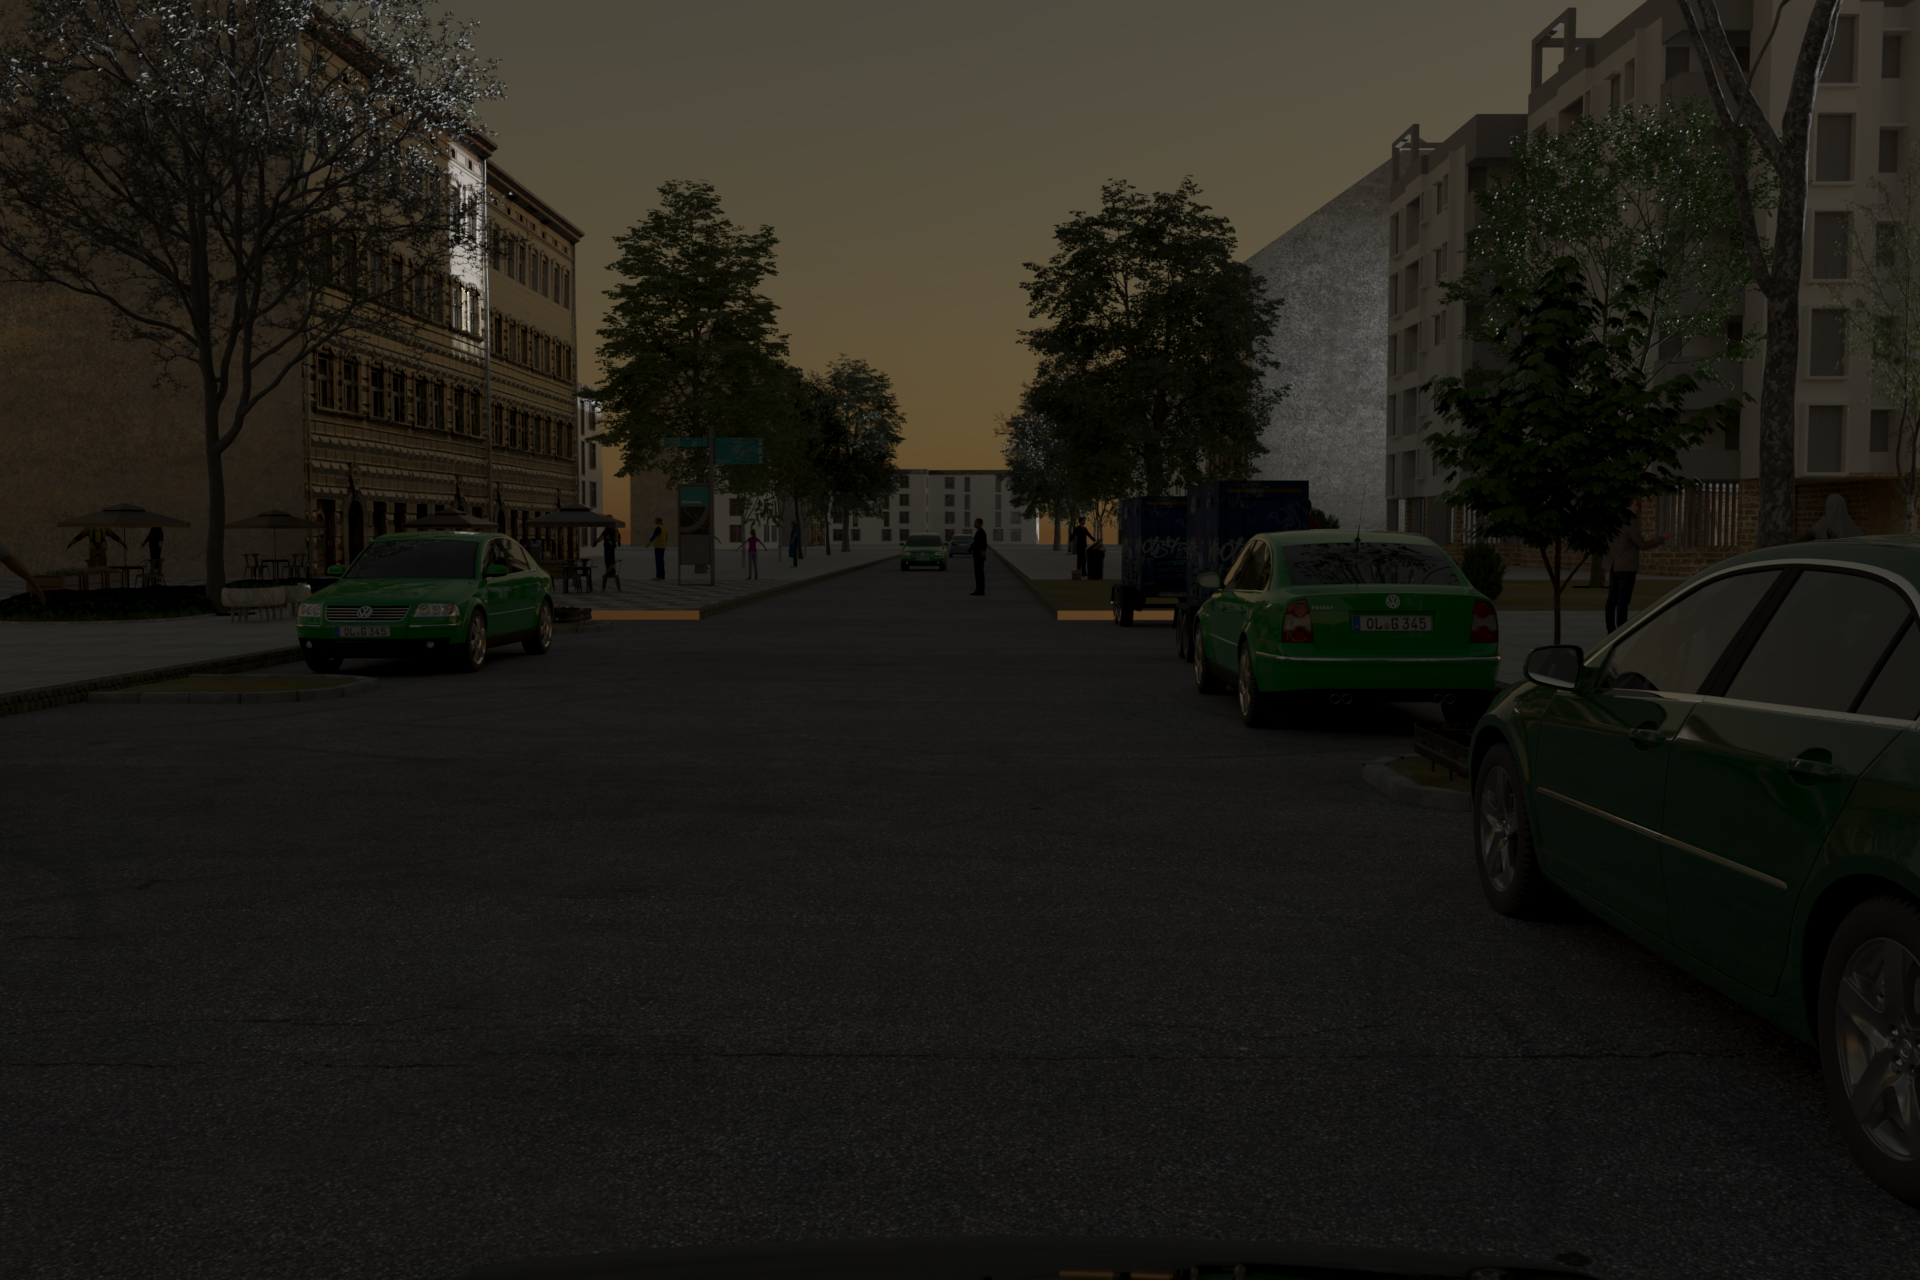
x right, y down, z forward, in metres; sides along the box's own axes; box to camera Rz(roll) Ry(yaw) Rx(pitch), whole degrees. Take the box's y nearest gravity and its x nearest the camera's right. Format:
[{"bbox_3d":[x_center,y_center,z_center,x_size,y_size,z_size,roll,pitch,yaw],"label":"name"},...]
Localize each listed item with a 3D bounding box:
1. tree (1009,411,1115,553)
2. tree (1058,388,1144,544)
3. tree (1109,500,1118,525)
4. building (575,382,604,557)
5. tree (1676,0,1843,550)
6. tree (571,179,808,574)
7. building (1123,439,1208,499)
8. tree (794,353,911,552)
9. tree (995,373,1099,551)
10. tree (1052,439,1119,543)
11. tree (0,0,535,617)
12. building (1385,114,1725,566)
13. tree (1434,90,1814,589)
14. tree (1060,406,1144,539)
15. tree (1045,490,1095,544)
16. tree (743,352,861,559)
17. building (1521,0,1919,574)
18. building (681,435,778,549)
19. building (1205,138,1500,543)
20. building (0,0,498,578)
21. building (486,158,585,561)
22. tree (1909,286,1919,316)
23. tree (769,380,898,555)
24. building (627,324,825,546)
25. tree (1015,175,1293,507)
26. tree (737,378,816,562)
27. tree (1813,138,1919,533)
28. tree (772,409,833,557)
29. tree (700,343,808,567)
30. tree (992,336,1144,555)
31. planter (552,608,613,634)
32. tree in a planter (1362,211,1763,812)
[{"bbox_3d":[7.583,-11.331,119.670,8.767,10.594,7.601,0,4,2],"label":"tree"},{"bbox_3d":[6.625,-7.982,80.862,4.737,8.622,4.395,0,3,0],"label":"tree"},{"bbox_3d":[22.966,-18.754,224.747,7.486,12.596,7.792,0,3,0],"label":"tree"},{"bbox_3d":[-25.514,-9.803,102.426,9.099,9.664,28.070,0,4,1],"label":"building"},{"bbox_3d":[9.416,-10.091,20.871,12.611,20.169,13.585,0,3,0],"label":"tree"},{"bbox_3d":[-8.776,-8.459,56.429,7.486,12.596,7.792,0,3,0],"label":"tree"},{"bbox_3d":[21.275,-13.751,166.983,9.099,9.664,28.070,0,4,0],"label":"building"},{"bbox_3d":[-8.144,-13.271,123.638,9.857,13.997,8.962,0,3,0],"label":"tree"},{"bbox_3d":[7.321,-13.765,131.711,9.857,13.997,8.962,0,3,0],"label":"tree"},{"bbox_3d":[7.300,-8.874,95.454,4.737,8.622,4.395,0,3,0],"label":"tree"},{"bbox_3d":[-11.581,-7.129,26.924,12.009,13.543,11.850,0,3,0],"label":"tree"},{"bbox_3d":[25.509,-13.754,81.299,16.016,20.090,11.380,0,4,1],"label":"building"},{"bbox_3d":[15.321,-7.036,40.787,9.928,11.665,9.643,0,3,0],"label":"tree"},{"bbox_3d":[6.761,-8.387,87.492,4.360,8.622,3.978,0,3,0],"label":"tree"},{"bbox_3d":[14.695,-18.885,226.893,7.486,12.596,7.792,0,3,0],"label":"tree"},{"bbox_3d":[-8.462,-9.398,88.067,7.601,10.594,8.767,0,4,6],"label":"tree"},{"bbox_3d":[26.403,-12.687,63.856,16.016,20.090,11.380,0,4,0],"label":"building"},{"bbox_3d":[-21.201,-13.317,159.873,9.099,9.664,28.070,0,3,0],"label":"building"},{"bbox_3d":[25.553,-16.804,105.667,19.493,23.208,18.063,0,4,0],"label":"building"},{"bbox_3d":[-27.923,-13.939,58.834,19.493,23.208,18.063,0,4,1],"label":"building"},{"bbox_3d":[-28.662,-15.130,78.308,19.493,23.208,18.063,0,4,0],"label":"building"},{"bbox_3d":[28.693,-8.065,42.225,12.009,13.543,11.850,0,3,0],"label":"tree"},{"bbox_3d":[-7.962,-10.390,104.293,8.767,10.594,7.601,-1,4,-12],"label":"tree"},{"bbox_3d":[-24.817,-21.855,188.263,19.493,23.208,18.063,0,4,1],"label":"building"},{"bbox_3d":[6.744,-9.423,60.724,9.857,13.997,8.962,0,3,0],"label":"tree"},{"bbox_3d":[-8.546,-7.984,80.896,4.737,8.622,4.395,0,3,0],"label":"tree"},{"bbox_3d":[18.038,-5.067,33.215,4.360,8.622,3.978,0,3,0],"label":"tree"},{"bbox_3d":[-8.717,-8.952,96.734,4.737,8.622,4.395,0,3,0],"label":"tree"},{"bbox_3d":[-8.170,-7.090,66.283,4.737,8.622,4.395,0,3,0],"label":"tree"},{"bbox_3d":[7.017,-12.044,107.291,12.009,13.543,11.850,0,3,0],"label":"tree"},{"bbox_3d":[-6.284,-0.290,25.880,1.991,0.319,1.994,0,4,1],"label":"planter"},{"bbox_3d":[3.343,-0.760,9.648,1.991,3.239,1.994,0,4,0],"label":"tree in a planter"}]
